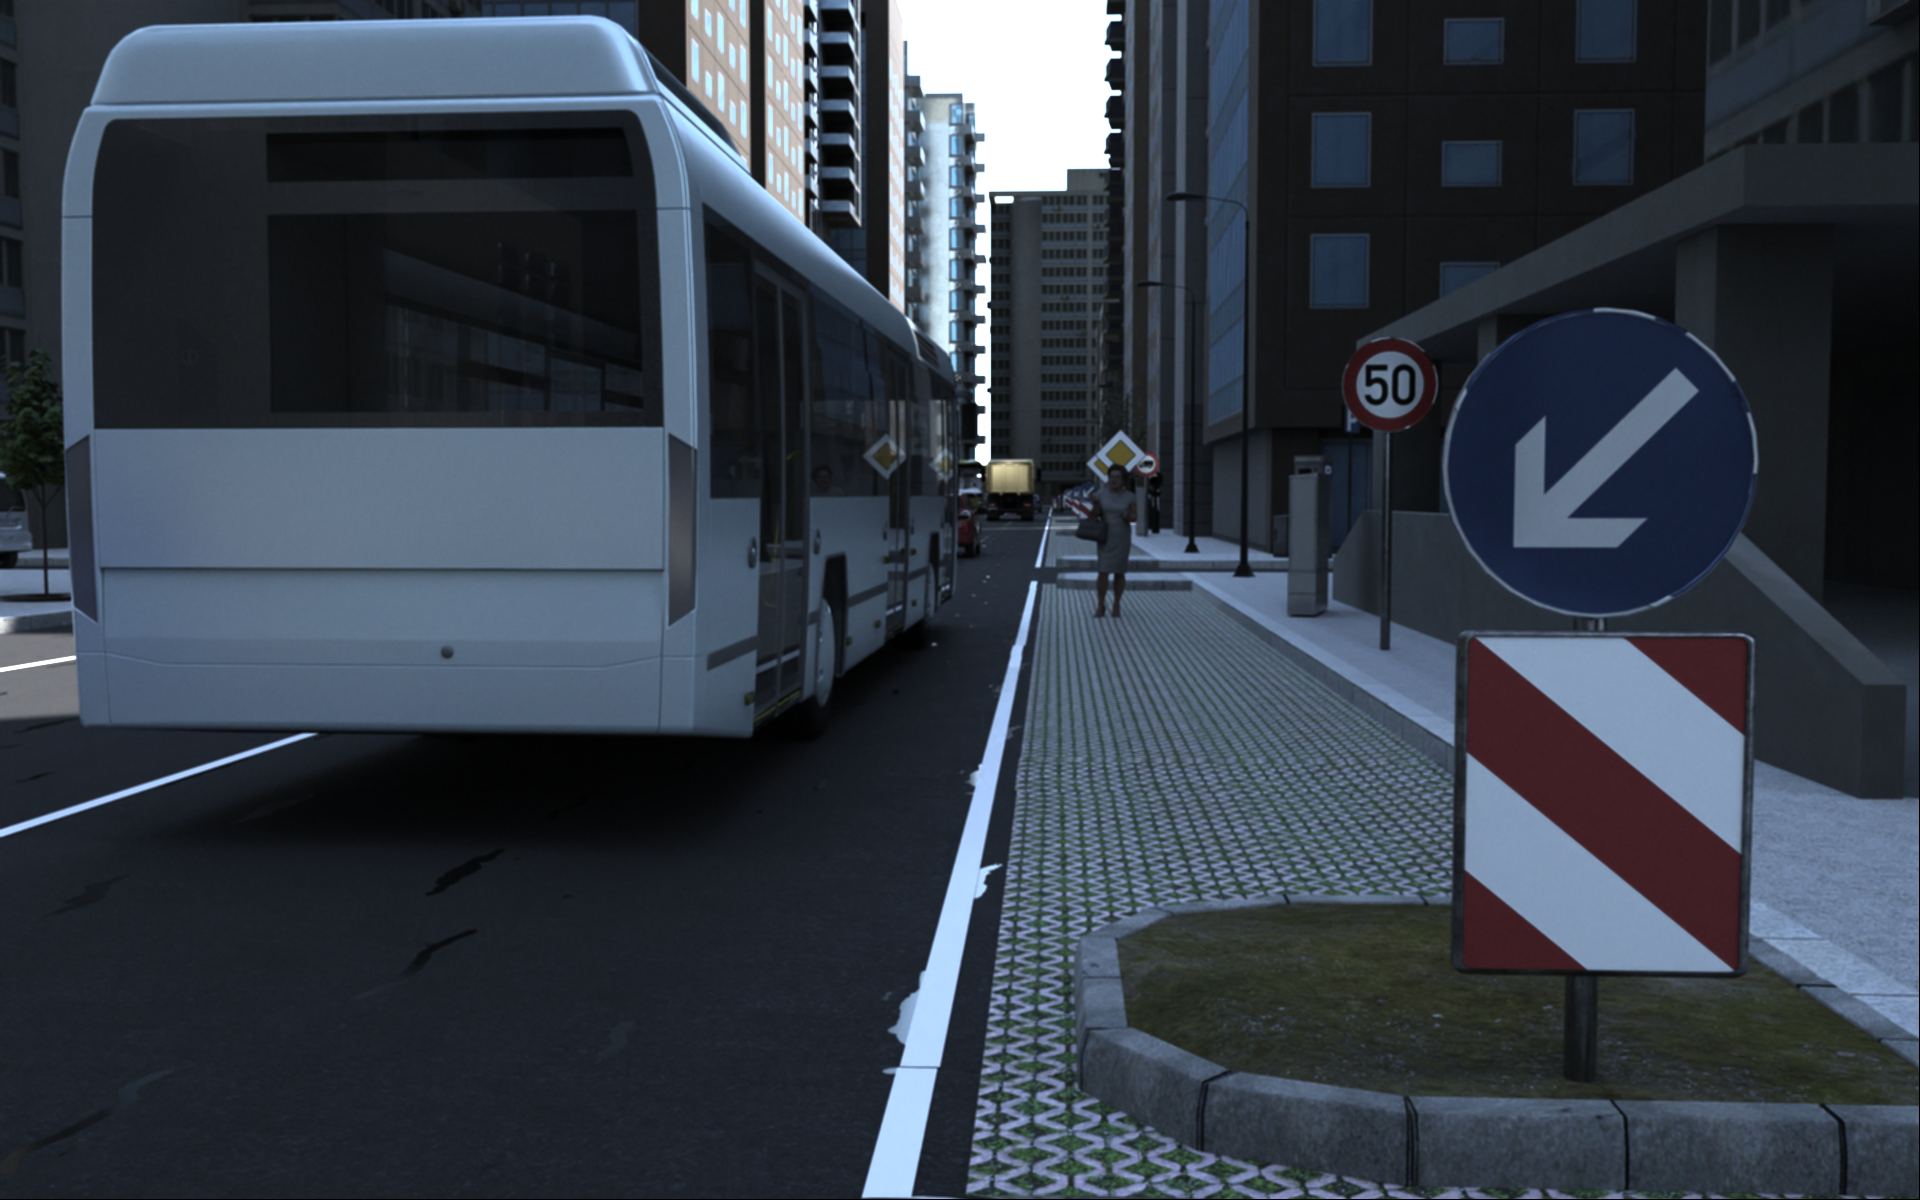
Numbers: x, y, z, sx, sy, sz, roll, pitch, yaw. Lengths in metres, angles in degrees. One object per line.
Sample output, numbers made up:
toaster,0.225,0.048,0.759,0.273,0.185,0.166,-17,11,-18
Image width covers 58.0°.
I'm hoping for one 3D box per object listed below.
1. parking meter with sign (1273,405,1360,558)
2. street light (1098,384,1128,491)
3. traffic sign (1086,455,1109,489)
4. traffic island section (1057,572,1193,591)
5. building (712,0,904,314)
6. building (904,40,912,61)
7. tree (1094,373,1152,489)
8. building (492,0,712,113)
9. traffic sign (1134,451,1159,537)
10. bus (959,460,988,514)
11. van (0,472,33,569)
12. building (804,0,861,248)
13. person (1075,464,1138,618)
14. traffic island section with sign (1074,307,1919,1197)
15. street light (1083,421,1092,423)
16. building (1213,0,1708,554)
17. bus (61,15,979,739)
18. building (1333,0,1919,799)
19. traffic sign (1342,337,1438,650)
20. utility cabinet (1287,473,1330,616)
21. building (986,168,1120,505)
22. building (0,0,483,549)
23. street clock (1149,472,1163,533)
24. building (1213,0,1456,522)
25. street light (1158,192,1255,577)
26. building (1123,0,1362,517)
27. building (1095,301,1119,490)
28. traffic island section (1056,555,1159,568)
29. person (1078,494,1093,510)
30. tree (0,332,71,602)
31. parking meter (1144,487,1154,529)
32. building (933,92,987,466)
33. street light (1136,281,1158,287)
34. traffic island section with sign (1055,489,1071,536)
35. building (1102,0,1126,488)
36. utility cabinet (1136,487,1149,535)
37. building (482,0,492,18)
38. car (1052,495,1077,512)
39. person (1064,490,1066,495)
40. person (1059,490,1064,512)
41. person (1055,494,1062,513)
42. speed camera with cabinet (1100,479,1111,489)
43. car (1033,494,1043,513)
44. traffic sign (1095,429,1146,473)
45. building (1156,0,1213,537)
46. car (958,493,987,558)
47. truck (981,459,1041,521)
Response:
parking meter with sign,7.082,-2.349,34.671,1.738,3.016,0.543,3,5,44
street light,6.529,-6.174,73.483,1.470,5.913,1.316,0,4,3
traffic sign,2.926,-1.910,34.877,0.795,2.450,0.064,0,4,3
traffic island section,2.514,-0.287,26.980,2.009,0.180,2.903,0,4,3
building,-12.264,-30.480,148.454,14.600,45.320,14.200,0,4,3
building,-19.091,-33.948,174.657,30.456,49.044,23.786,0,4,3
tree,9.982,-9.429,104.522,4.360,8.622,3.978,0,3,0
building,-16.618,-27.348,97.254,14.600,45.320,14.200,0,4,3
traffic sign,5.546,-3.152,51.648,0.768,2.556,0.104,0,4,7
bus,0.717,-8.305,127.334,2.896,3.916,12.252,0,4,3
van,-19.104,-1.484,31.274,4.112,2.044,2.013,0,4,3
building,-17.731,-49.678,124.903,22.319,86.520,31.000,0,4,3
person,1.688,-0.679,19.964,0.716,1.782,0.532,0,4,7
traffic island section with sign,1.300,0.254,4.482,1.989,1.847,2.006,0,4,3
street light,8.516,-8.395,109.795,1.470,5.913,1.316,0,4,3
building,13.700,-23.963,41.898,14.200,45.320,14.600,0,4,3
bus,-1.747,-1.131,13.356,2.948,3.499,13.247,0,4,5
building,20.247,-19.585,12.094,32.217,40.220,23.993,0,4,3
traffic sign,3.501,-0.861,14.189,0.768,2.556,0.104,0,4,5
utility cabinet,3.728,-0.604,18.553,0.318,1.500,1.173,1,4,18
building,15.390,-31.629,209.018,23.993,40.220,32.217,0,4,3
building,-27.254,-21.785,48.061,32.217,40.220,23.993,0,4,3
street clock,6.391,-3.179,56.542,0.358,2.002,0.471,-2,4,-32
building,17.511,-27.104,93.268,14.600,45.320,14.200,0,4,3
street light,3.872,-3.317,26.779,1.470,5.913,1.316,0,4,3
building,18.390,-28.594,117.625,14.600,45.320,14.200,0,4,3
building,27.389,-19.835,169.338,27.650,21.520,28.899,0,4,3
traffic island section,2.950,-0.775,34.953,2.009,0.180,2.903,0,4,3
person,5.518,-4.101,75.908,0.716,1.782,0.532,1,4,16
tree,-11.110,-1.603,20.816,1.663,3.219,1.824,0,3,0
parking meter,6.863,-3.338,62.995,0.372,1.533,0.369,0,3,0
building,-11.998,-35.896,206.501,30.456,49.044,23.786,0,4,3
street light,4.542,-3.995,37.852,1.470,5.913,1.316,0,4,3
traffic island section with sign,4.322,-3.136,59.901,1.989,1.847,2.006,0,4,3
building,22.775,-29.662,139.602,22.147,44.769,28.867,0,4,3
utility cabinet,5.663,-2.755,53.724,0.318,1.500,1.173,1,4,11
building,-17.136,-25.953,74.440,14.600,45.320,14.200,0,4,3
car,8.523,-7.849,140.700,2.083,1.381,4.827,0,4,2
person,9.350,-8.900,154.568,0.434,1.755,0.990,2,4,32
person,7.830,-7.687,134.904,0.721,1.735,1.217,-1,4,-14
person,7.478,-7.337,131.678,0.599,1.433,0.991,-2,4,-31
speed camera with cabinet,8.926,-6.471,100.140,0.660,3.252,2.038,3,5,40
car,5.477,-7.480,134.295,2.014,1.417,4.499,0,4,2
traffic sign,2.490,-1.423,26.904,0.795,2.450,0.064,0,4,3
building,17.929,-31.905,63.648,21.231,58.520,28.212,0,4,3
car,-0.458,-1.930,40.592,2.155,1.783,4.494,0,4,3
truck,2.801,-6.113,95.879,3.469,3.379,9.791,0,4,2
